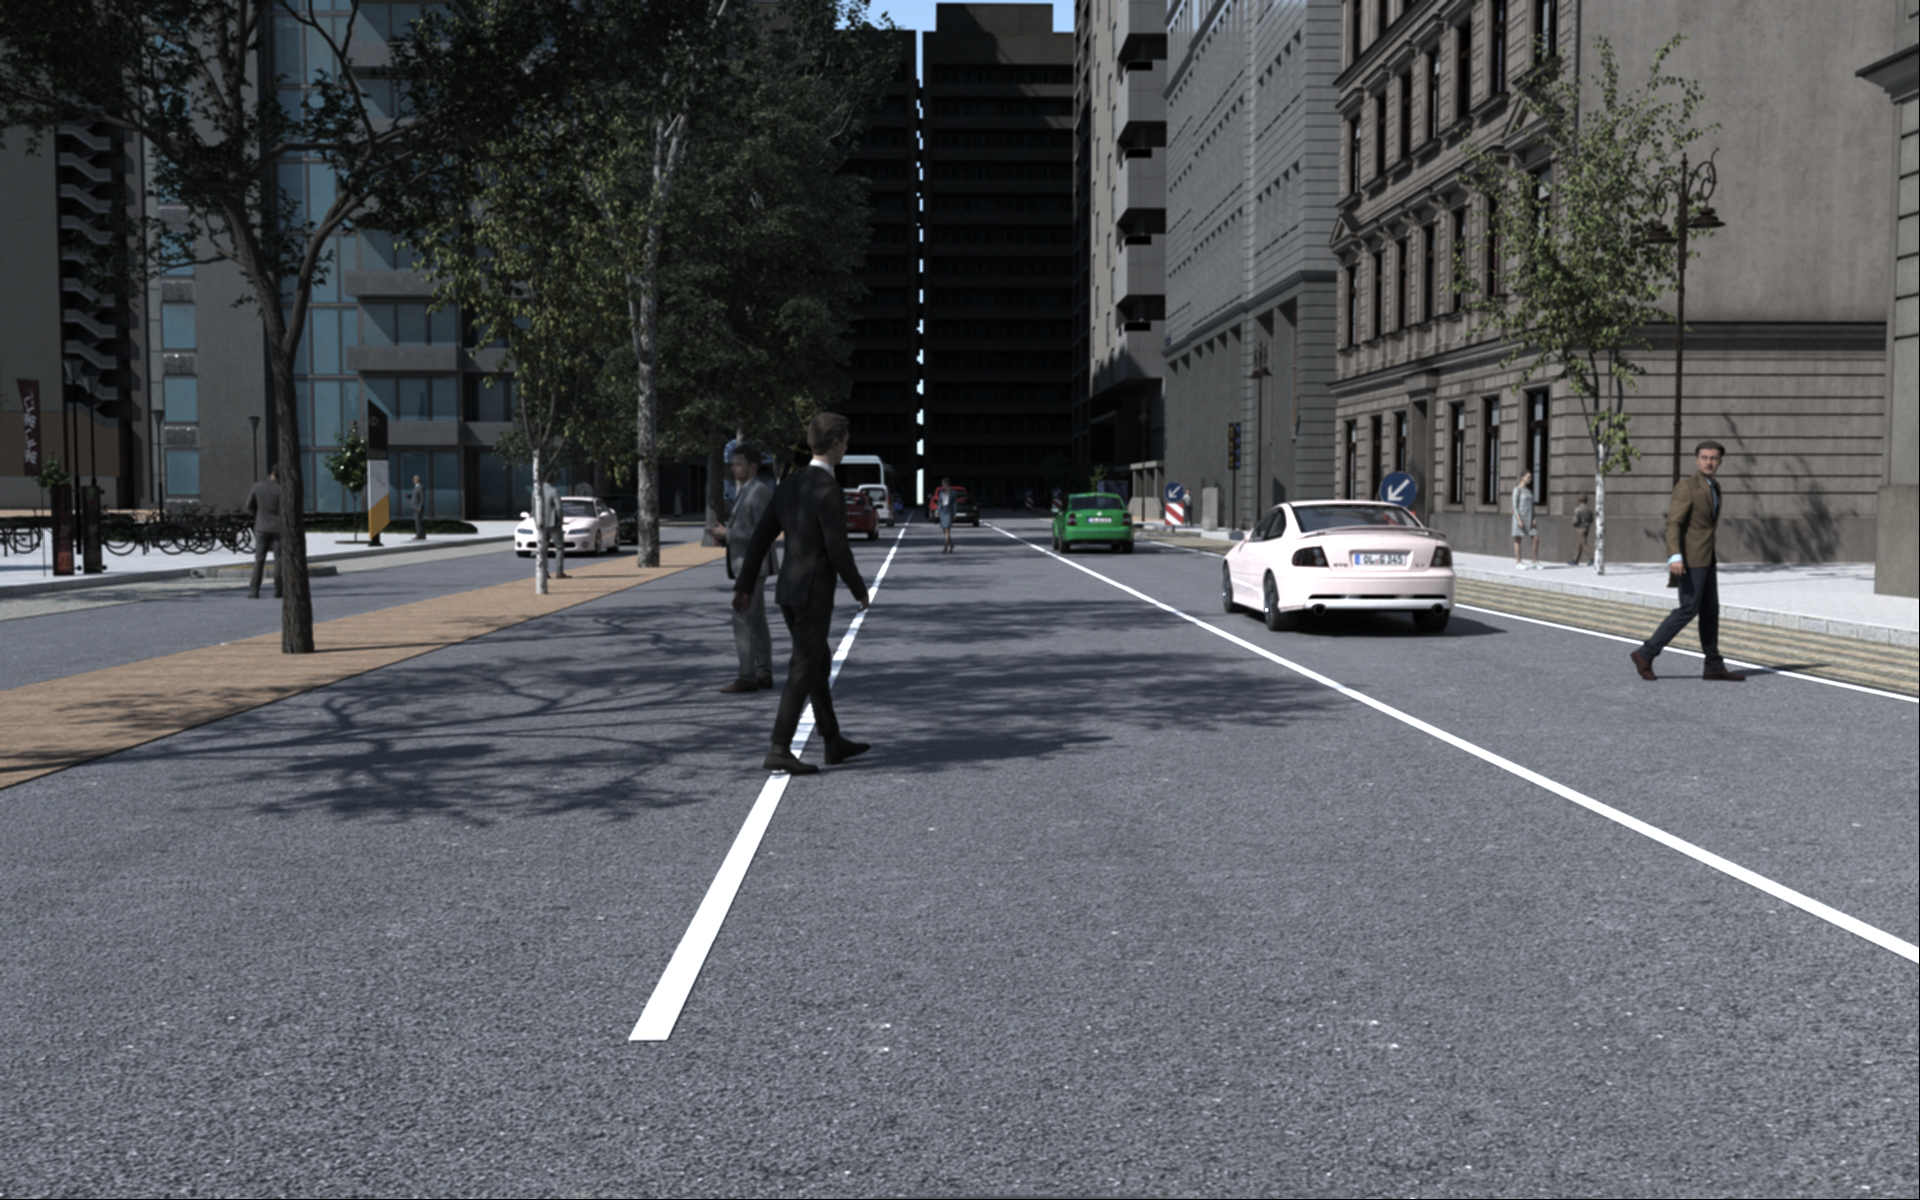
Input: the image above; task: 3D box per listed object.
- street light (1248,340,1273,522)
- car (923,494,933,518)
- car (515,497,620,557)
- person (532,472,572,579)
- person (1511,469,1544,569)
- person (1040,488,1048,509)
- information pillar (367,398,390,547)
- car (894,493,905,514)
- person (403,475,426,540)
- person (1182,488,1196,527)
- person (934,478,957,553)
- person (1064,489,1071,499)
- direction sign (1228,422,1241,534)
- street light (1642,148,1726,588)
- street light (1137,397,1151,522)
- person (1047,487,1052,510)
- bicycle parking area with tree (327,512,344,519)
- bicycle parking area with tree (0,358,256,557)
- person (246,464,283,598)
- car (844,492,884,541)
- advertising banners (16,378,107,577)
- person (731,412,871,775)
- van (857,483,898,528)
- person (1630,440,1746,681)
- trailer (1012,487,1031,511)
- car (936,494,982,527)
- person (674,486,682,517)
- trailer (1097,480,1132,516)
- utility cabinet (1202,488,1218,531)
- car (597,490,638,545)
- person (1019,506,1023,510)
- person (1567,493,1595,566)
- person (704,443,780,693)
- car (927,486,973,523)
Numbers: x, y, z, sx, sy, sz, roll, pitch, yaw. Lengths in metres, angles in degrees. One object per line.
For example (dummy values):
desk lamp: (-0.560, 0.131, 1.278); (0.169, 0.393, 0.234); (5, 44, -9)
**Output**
street light: (9.037, -4.859, 52.228); (0.468, 5.910, 1.993); (0, 4, -1)
car: (-1.206, -5.740, 105.651); (2.131, 1.459, 4.920); (0, 4, 0)
car: (-9.212, -1.746, 40.911); (2.083, 1.381, 4.827); (0, 4, -2)
person: (-6.913, -1.259, 29.191); (0.635, 1.810, 0.391); (1, 4, 14)
person: (9.634, -1.378, 29.572); (0.512, 1.701, 0.522); (-2, 4, -30)
person: (7.212, -8.545, 145.759); (0.705, 1.824, 1.348); (-2, 4, -33)
information pillar: (-14.266, -3.124, 42.428); (0.504, 3.616, 0.183); (-2, 4, -33)
car: (-4.911, -6.973, 123.604); (1.945, 1.707, 3.694); (0, 4, -2)
person: (-15.219, -2.580, 48.407); (0.590, 1.801, 0.661); (-3, 4, -37)
person: (8.973, -3.627, 67.936); (0.523, 1.515, 0.503); (2, 4, 24)
person: (-0.281, -2.060, 42.197); (0.581, 1.822, 0.654); (3, 5, 41)
person: (8.113, -7.570, 130.488); (0.551, 1.740, 0.621); (1, 4, 11)
direction sign: (8.726, -3.860, 55.112); (0.379, 3.537, 0.876); (-1, 4, -14)
street light: (9.802, -3.108, 23.608); (0.468, 5.910, 1.993); (0, 4, -1)
street light: (8.559, -6.602, 80.726); (0.468, 5.910, 1.993); (0, 4, -1)
person: (7.003, -7.937, 135.448); (0.705, 1.869, 1.348); (0, 4, -6)
bicycle parking area with tree: (-26.891, -4.576, 61.825); (9.016, 4.147, 8.231); (2, 4, 27)
bicycle parking area with tree: (-19.868, -3.180, 38.999); (9.016, 4.147, 8.231); (-1, 4, -10)
person: (-9.538, -0.956, 23.939); (0.655, 1.846, 0.447); (-1, 4, -10)
car: (-3.487, -2.766, 54.269); (2.155, 1.783, 4.494); (0, 4, -1)
advertising banners: (-14.122, -1.899, 27.243); (0.090, 3.025, 2.074); (0, 4, 7)
person: (-0.723, -0.044, 8.991); (0.755, 1.850, 0.659); (-3, 4, -38)
van: (-3.730, -4.194, 75.576); (2.013, 2.044, 4.112); (0, 4, 0)
person: (5.602, -0.297, 13.268); (0.836, 1.842, 0.656); (1, 4, 18)
trailer: (5.064, -8.384, 144.121); (1.471, 1.999, 3.904); (0, 4, -3)
car: (-0.032, -4.043, 75.894); (2.009, 1.686, 4.222); (0, 4, -1)
person: (-15.874, -5.561, 97.628); (0.621, 1.740, 0.551); (-3, 5, -41)
trailer: (6.369, -4.053, 73.314); (1.471, 1.999, 3.904); (0, 4, -2)
utility cabinet: (8.709, -3.164, 60.406); (0.318, 1.500, 1.173); (0, 4, -4)
car: (-9.823, -2.445, 49.754); (2.009, 1.686, 4.222); (0, 4, 0)
person: (5.303, -8.811, 153.088); (0.617, 1.759, 0.750); (-2, 4, -27)
person: (11.095, -1.258, 30.883); (0.475, 1.303, 0.640); (-3, 5, -43)
person: (-1.617, -0.242, 12.653); (0.583, 1.804, 0.606); (-2, 4, -25)
car: (-0.482, -4.753, 86.387); (2.281, 1.827, 5.304); (0, 4, -2)
